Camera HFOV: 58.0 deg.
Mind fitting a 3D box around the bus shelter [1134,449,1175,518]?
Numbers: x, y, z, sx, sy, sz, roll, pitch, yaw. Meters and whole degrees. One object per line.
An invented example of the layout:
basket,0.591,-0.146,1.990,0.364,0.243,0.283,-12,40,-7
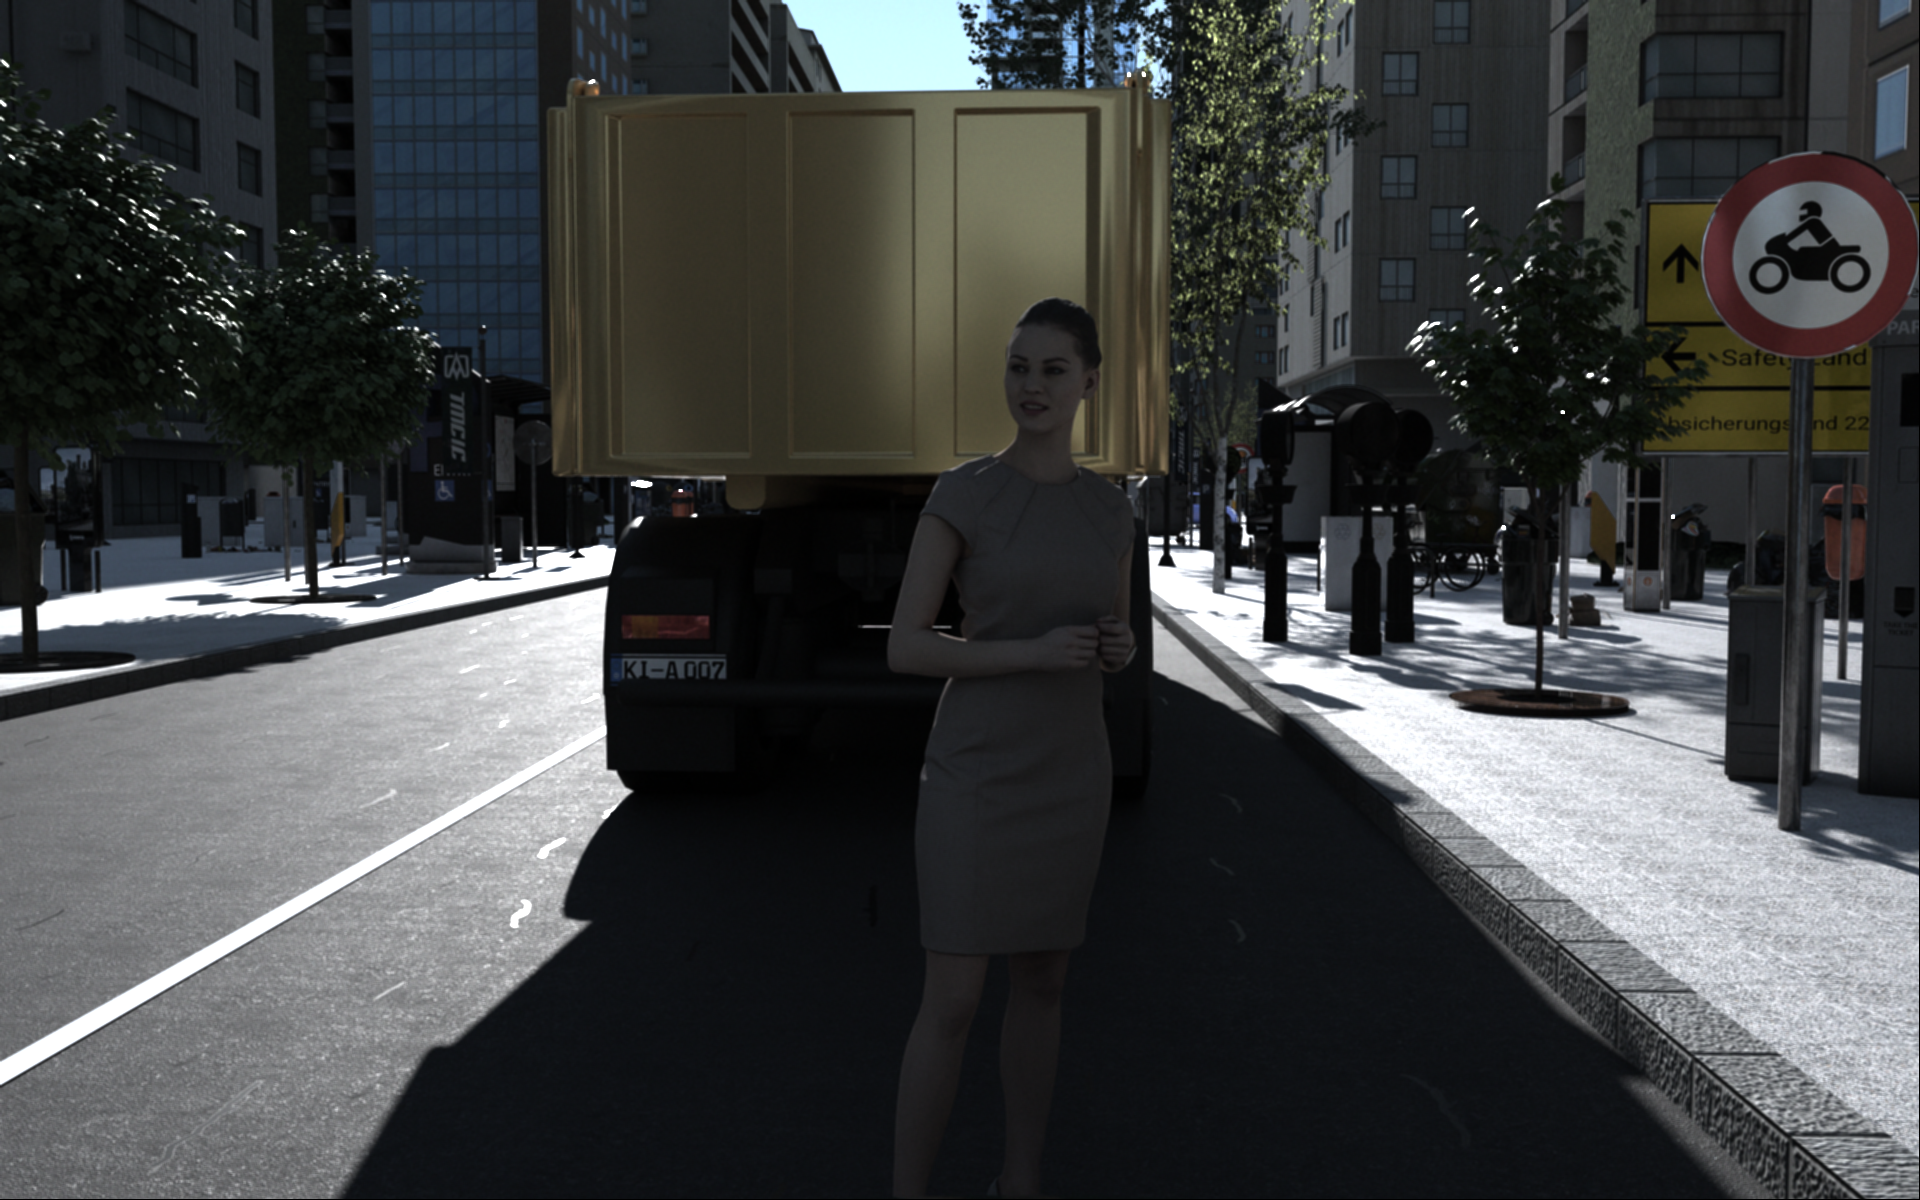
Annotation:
bus shelter,7.478,-4.652,69.988,2.014,3.302,5.546,0,4,2

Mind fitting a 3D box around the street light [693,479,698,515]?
street light,-5.526,-4.101,39.600,1.470,5.913,1.316,0,4,2

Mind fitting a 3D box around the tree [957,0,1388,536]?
tree,7.054,-12.014,52.311,12.611,20.169,13.585,0,3,0

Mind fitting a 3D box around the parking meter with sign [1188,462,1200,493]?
parking meter with sign,13.334,-6.017,94.636,1.738,3.016,0.543,3,5,39

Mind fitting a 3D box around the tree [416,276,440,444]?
tree,-7.800,-2.274,20.886,4.285,4.588,4.351,0,3,0

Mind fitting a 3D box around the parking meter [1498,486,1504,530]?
parking meter,15.937,-2.628,51.372,0.372,1.533,0.369,0,3,0

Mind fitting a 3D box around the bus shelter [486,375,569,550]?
bus shelter,-9.753,-2.812,37.265,1.731,3.624,6.357,0,4,2

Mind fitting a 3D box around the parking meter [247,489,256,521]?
parking meter,-34.184,-4.597,83.569,0.372,1.533,0.369,0,3,0

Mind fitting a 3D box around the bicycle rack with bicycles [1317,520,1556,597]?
bicycle rack with bicycles,5.972,-0.583,22.921,2.852,0.926,2.925,-3,4,-39

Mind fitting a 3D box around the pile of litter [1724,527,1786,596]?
pile of litter,10.505,-0.488,21.945,1.719,0.858,1.176,0,4,4

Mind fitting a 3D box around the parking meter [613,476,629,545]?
parking meter,-8.574,-2.332,43.836,0.255,1.863,0.399,1,4,14

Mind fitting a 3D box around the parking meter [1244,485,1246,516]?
parking meter,16.516,-5.729,99.387,0.255,1.863,0.399,3,5,39

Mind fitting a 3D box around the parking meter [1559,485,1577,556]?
parking meter,12.477,-1.826,35.569,0.255,1.863,0.399,0,4,4

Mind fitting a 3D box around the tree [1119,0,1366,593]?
tree,3.242,-4.405,22.379,4.360,8.622,3.978,0,3,0

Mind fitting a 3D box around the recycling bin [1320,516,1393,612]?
recycling bin,4.401,-0.409,19.249,0.722,1.027,0.722,0,4,7

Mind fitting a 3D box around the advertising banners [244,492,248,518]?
advertising banners,-36.398,-5.554,86.989,0.090,3.025,2.074,1,4,12

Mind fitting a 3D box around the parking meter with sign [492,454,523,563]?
parking meter with sign,-9.103,-2.213,32.442,1.738,3.016,0.543,0,4,-5

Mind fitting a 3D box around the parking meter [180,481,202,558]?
parking meter,-15.468,-1.616,34.832,0.372,1.533,0.369,0,3,0

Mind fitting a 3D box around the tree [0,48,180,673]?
tree,-7.091,-1.792,13.014,4.285,4.588,4.351,0,3,0

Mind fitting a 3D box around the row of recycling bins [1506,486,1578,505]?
row of recycling bins,29.228,-4.917,87.505,3.534,1.692,1.069,2,4,24

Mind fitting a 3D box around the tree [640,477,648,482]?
tree,-15.914,-5.857,90.362,1.663,3.219,1.824,0,3,0

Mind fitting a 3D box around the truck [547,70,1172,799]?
truck,-0.110,-0.972,11.823,3.469,3.379,9.791,0,4,4

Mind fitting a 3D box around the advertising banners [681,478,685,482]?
advertising banners,-13.738,-5.606,87.844,0.090,3.025,2.074,-2,4,-32

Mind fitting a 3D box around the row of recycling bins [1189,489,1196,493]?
row of recycling bins,18.987,-8.086,139.311,3.534,1.692,1.069,-1,4,-10

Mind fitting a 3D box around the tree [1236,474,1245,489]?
tree,22.973,-9.198,134.094,4.285,4.588,4.351,0,3,0

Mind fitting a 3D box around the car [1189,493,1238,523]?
car,10.125,-3.984,74.723,3.694,1.707,1.945,0,4,0

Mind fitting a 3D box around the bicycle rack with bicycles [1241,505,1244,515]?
bicycle rack with bicycles,18.678,-5.635,105.516,2.852,0.926,2.925,-3,5,-45

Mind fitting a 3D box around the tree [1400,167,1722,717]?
tree,3.615,-0.961,10.308,1.663,3.219,1.824,0,3,0

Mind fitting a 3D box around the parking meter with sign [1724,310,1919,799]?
parking meter with sign,4.229,-0.677,7.327,1.738,3.016,0.543,2,4,33

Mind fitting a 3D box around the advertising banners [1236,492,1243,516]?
advertising banners,14.688,-6.117,96.205,2.074,3.025,0.090,1,4,9

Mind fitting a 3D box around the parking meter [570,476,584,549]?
parking meter,-9.015,-2.143,40.754,0.255,1.863,0.399,-1,4,-21

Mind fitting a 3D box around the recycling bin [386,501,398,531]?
recycling bin,-19.750,-2.958,60.913,0.722,1.027,0.722,0,4,8

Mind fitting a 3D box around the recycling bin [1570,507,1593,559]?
recycling bin,12.582,-1.359,34.771,0.722,1.027,0.722,-1,4,-14

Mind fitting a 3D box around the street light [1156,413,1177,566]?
street light,3.140,-3.558,30.716,1.470,5.913,1.316,0,4,2

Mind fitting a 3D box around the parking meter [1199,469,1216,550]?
parking meter,5.705,-2.075,39.639,0.399,1.863,0.255,3,5,39

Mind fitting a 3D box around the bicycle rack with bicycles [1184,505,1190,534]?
bicycle rack with bicycles,7.517,-2.614,56.129,2.852,0.926,2.925,0,4,6

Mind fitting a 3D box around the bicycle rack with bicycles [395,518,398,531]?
bicycle rack with bicycles,-16.645,-2.635,56.469,2.925,0.926,2.852,3,5,42

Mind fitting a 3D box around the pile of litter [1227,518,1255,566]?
pile of litter,5.193,-1.077,31.582,1.176,0.858,1.719,2,4,23

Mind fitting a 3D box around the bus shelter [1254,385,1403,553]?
bus shelter,7.280,-2.505,34.876,2.014,3.302,5.546,0,4,2

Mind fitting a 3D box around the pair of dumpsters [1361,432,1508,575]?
pair of dumpsters,8.007,-1.651,29.480,1.574,2.255,4.437,0,4,2

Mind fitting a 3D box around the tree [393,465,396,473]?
tree,-16.694,-3.586,53.235,1.663,3.219,1.824,0,3,0

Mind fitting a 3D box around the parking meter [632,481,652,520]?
parking meter,-5.934,-1.463,32.335,0.372,1.533,0.369,0,3,0

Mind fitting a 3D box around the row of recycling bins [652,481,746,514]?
row of recycling bins,-8.802,-3.095,57.713,3.534,1.692,1.069,-2,4,-35

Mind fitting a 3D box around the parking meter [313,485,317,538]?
parking meter,-19.020,-2.584,50.665,0.372,1.533,0.369,0,3,0
